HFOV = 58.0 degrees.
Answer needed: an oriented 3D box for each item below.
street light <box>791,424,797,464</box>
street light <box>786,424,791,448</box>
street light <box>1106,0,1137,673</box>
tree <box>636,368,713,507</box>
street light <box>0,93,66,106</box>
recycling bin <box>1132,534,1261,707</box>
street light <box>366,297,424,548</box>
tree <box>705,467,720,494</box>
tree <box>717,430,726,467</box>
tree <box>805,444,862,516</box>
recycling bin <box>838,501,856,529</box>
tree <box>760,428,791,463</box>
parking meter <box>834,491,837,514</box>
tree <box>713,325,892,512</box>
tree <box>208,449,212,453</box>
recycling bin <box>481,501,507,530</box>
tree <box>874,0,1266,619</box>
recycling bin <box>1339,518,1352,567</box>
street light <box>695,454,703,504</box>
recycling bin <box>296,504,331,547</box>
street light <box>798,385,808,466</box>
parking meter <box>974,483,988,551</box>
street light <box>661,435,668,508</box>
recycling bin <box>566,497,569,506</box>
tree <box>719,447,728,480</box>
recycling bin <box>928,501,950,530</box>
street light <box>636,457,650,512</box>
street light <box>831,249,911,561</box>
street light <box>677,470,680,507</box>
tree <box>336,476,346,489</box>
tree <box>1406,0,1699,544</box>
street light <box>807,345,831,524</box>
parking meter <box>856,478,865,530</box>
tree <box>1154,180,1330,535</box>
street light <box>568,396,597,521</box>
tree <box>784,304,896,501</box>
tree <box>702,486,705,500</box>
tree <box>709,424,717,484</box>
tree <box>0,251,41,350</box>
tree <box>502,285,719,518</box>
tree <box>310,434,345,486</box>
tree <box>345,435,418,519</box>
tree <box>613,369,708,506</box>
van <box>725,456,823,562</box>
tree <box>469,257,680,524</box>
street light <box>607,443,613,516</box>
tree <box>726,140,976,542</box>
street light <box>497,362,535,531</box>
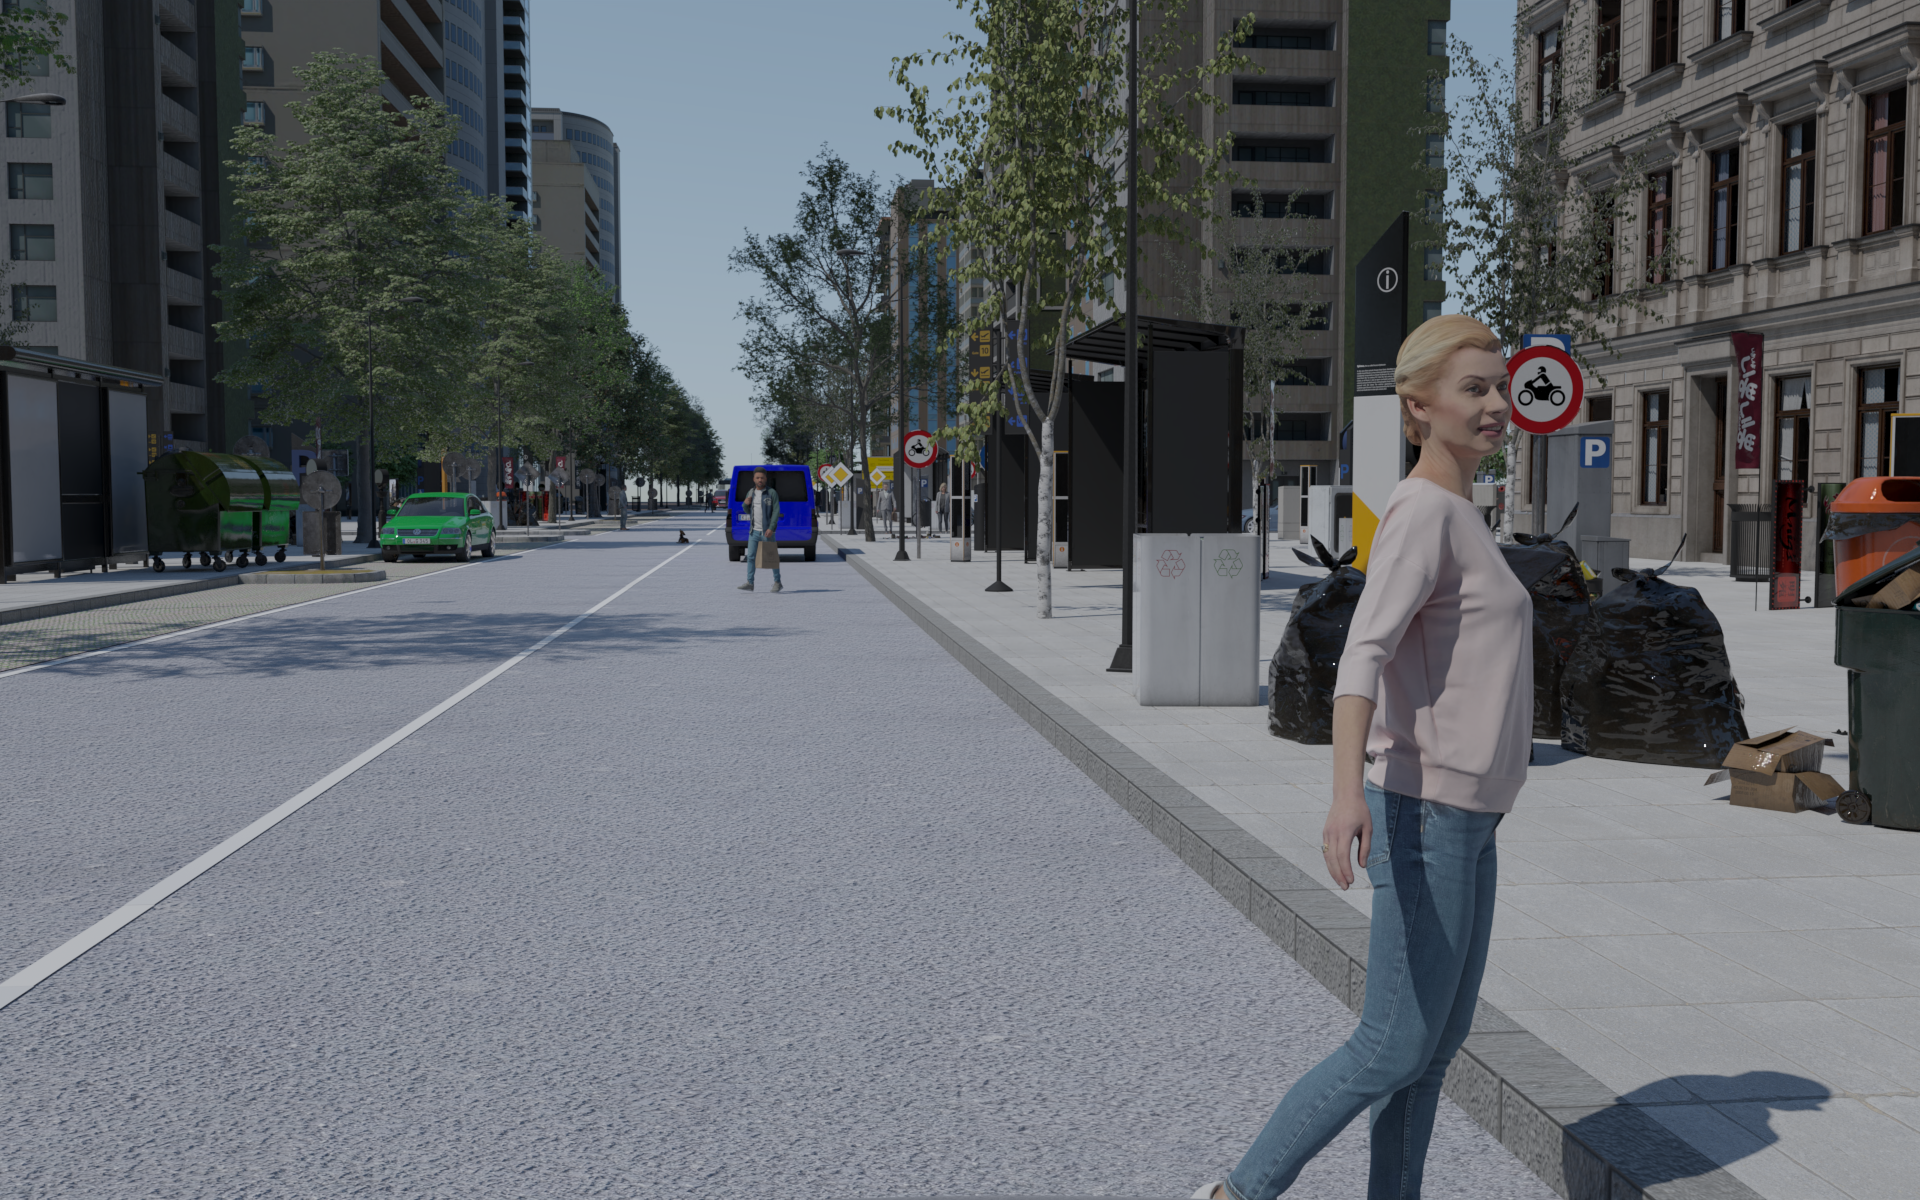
[{"bbox_3d":[-8.270,-7.419,93.839,1.470,5.913,1.316,0,4,-6],"label":"street light"},{"bbox_3d":[-10.671,-8.715,115.026,1.470,5.913,1.316,0,4,-6],"label":"street light"},{"bbox_3d":[0.691,-2.434,12.339,1.470,5.913,1.316,0,4,-6],"label":"street light"},{"bbox_3d":[-29.228,-15.799,168.685,12.009,13.543,11.850,0,3,0],"label":"tree"},{"bbox_3d":[-11.072,-2.915,20.197,1.470,5.913,1.316,0,4,-6],"label":"street light"},{"bbox_3d":[1.460,0.109,10.772,0.722,1.027,0.722,0,4,1],"label":"recycling bin"},{"bbox_3d":[-13.349,-4.183,40.940,1.470,5.913,1.316,0,4,-6],"label":"street light"},{"bbox_3d":[-39.536,-19.625,271.227,4.737,8.622,4.395,0,3,0],"label":"tree"},{"bbox_3d":[-37.420,-20.327,250.467,7.486,12.596,7.792,0,3,0],"label":"tree"},{"bbox_3d":[-7.596,-7.353,103.938,4.285,4.588,4.351,0,3,0],"label":"tree"},{"bbox_3d":[-4.116,-3.162,64.246,0.722,1.027,0.722,-1,4,-12],"label":"recycling bin"},{"bbox_3d":[-23.506,-19.141,238.702,9.928,11.665,9.643,0,3,0],"label":"tree"},{"bbox_3d":[-8.022,-6.231,110.287,0.372,1.533,0.369,0,3,0],"label":"parking meter"},{"bbox_3d":[-9.616,-13.004,122.978,12.009,13.543,11.850,0,3,0],"label":"tree"},{"bbox_3d":[-31.650,-4.819,73.391,1.663,3.219,1.824,0,3,0],"label":"tree"},{"bbox_3d":[-16.846,-3.057,62.544,0.722,1.027,0.722,3,5,43],"label":"recycling bin"},{"bbox_3d":[0.971,-4.127,17.840,4.737,8.622,4.395,0,3,0],"label":"tree"},{"bbox_3d":[4.338,-0.324,17.859,0.722,1.027,0.722,0,4,-1],"label":"recycling bin"},{"bbox_3d":[-30.652,-13.843,198.876,1.470,5.913,1.316,0,4,-6],"label":"street light"},{"bbox_3d":[-15.863,-1.835,42.554,0.722,1.027,0.722,-1,4,-9],"label":"recycling bin"},{"bbox_3d":[-5.967,-6.150,73.100,1.470,5.913,1.316,0,4,-6],"label":"street light"},{"bbox_3d":[0.499,-1.880,39.157,0.372,1.533,0.369,0,3,0],"label":"parking meter"},{"bbox_3d":[-23.978,-10.033,136.573,1.470,5.913,1.316,0,4,-6],"label":"street light"},{"bbox_3d":[-30.282,-7.328,132.374,0.722,1.027,0.722,-1,4,-23],"label":"recycling bin"},{"bbox_3d":[-33.090,-18.011,211.490,9.611,12.733,9.660,0,3,0],"label":"tree"},{"bbox_3d":[-0.688,-3.047,62.372,0.722,1.027,0.722,1,4,22],"label":"recycling bin"},{"bbox_3d":[-22.474,-9.247,123.722,1.470,5.913,1.316,0,4,-6],"label":"street light"},{"bbox_3d":[-1.653,-3.702,33.074,1.470,5.913,1.316,0,4,-6],"label":"street light"},{"bbox_3d":[-26.117,-11.306,157.388,1.470,5.913,1.316,0,4,-6],"label":"street light"},{"bbox_3d":[-33.223,-5.920,91.390,1.663,3.219,1.824,0,3,0],"label":"tree"},{"bbox_3d":[8.508,-4.626,25.996,4.360,8.622,3.978,0,3,0],"label":"tree"},{"bbox_3d":[-3.902,-4.972,53.832,1.470,5.913,1.316,0,4,-6],"label":"street light"},{"bbox_3d":[-3.532,-3.474,62.508,0.399,1.863,0.255,2,4,26],"label":"parking meter"},{"bbox_3d":[6.642,-5.469,39.776,4.360,8.622,3.978,0,3,0],"label":"tree"},{"bbox_3d":[-17.904,-6.702,82.118,1.470,5.913,1.316,0,4,-6],"label":"street light"},{"bbox_3d":[-4.599,-7.075,66.047,4.360,8.622,3.978,0,3,0],"label":"tree"},{"bbox_3d":[-38.138,-18.827,258.188,4.360,8.622,3.978,0,3,0],"label":"tree"},{"bbox_3d":[-31.865,-16.824,193.192,7.486,12.596,7.792,0,3,0],"label":"tree"},{"bbox_3d":[-24.580,-5.580,41.591,4.360,8.622,3.978,0,3,0],"label":"tree"},{"bbox_3d":[-20.045,-10.823,93.959,9.611,12.733,9.660,0,3,0],"label":"tree"},{"bbox_3d":[-34.817,-6.835,95.460,4.285,4.588,4.351,0,3,0],"label":"tree"},{"bbox_3d":[-29.292,-6.476,89.598,4.285,4.588,4.351,0,3,0],"label":"tree"},{"bbox_3d":[-26.155,-14.120,148.987,7.486,12.596,7.792,0,3,0],"label":"tree"},{"bbox_3d":[-4.154,-2.088,38.517,2.240,2.365,5.245,0,4,-5],"label":"van"},{"bbox_3d":[-17.707,-9.154,75.419,9.928,11.665,9.643,0,3,0],"label":"tree"},{"bbox_3d":[-20.295,-7.977,102.969,1.470,5.913,1.316,0,4,-6],"label":"street light"},{"bbox_3d":[-2.751,-6.846,46.337,7.601,10.594,8.767,0,4,3],"label":"tree"},{"bbox_3d":[-15.642,-5.407,60.941,1.470,5.913,1.316,0,4,-6],"label":"street light"}]
